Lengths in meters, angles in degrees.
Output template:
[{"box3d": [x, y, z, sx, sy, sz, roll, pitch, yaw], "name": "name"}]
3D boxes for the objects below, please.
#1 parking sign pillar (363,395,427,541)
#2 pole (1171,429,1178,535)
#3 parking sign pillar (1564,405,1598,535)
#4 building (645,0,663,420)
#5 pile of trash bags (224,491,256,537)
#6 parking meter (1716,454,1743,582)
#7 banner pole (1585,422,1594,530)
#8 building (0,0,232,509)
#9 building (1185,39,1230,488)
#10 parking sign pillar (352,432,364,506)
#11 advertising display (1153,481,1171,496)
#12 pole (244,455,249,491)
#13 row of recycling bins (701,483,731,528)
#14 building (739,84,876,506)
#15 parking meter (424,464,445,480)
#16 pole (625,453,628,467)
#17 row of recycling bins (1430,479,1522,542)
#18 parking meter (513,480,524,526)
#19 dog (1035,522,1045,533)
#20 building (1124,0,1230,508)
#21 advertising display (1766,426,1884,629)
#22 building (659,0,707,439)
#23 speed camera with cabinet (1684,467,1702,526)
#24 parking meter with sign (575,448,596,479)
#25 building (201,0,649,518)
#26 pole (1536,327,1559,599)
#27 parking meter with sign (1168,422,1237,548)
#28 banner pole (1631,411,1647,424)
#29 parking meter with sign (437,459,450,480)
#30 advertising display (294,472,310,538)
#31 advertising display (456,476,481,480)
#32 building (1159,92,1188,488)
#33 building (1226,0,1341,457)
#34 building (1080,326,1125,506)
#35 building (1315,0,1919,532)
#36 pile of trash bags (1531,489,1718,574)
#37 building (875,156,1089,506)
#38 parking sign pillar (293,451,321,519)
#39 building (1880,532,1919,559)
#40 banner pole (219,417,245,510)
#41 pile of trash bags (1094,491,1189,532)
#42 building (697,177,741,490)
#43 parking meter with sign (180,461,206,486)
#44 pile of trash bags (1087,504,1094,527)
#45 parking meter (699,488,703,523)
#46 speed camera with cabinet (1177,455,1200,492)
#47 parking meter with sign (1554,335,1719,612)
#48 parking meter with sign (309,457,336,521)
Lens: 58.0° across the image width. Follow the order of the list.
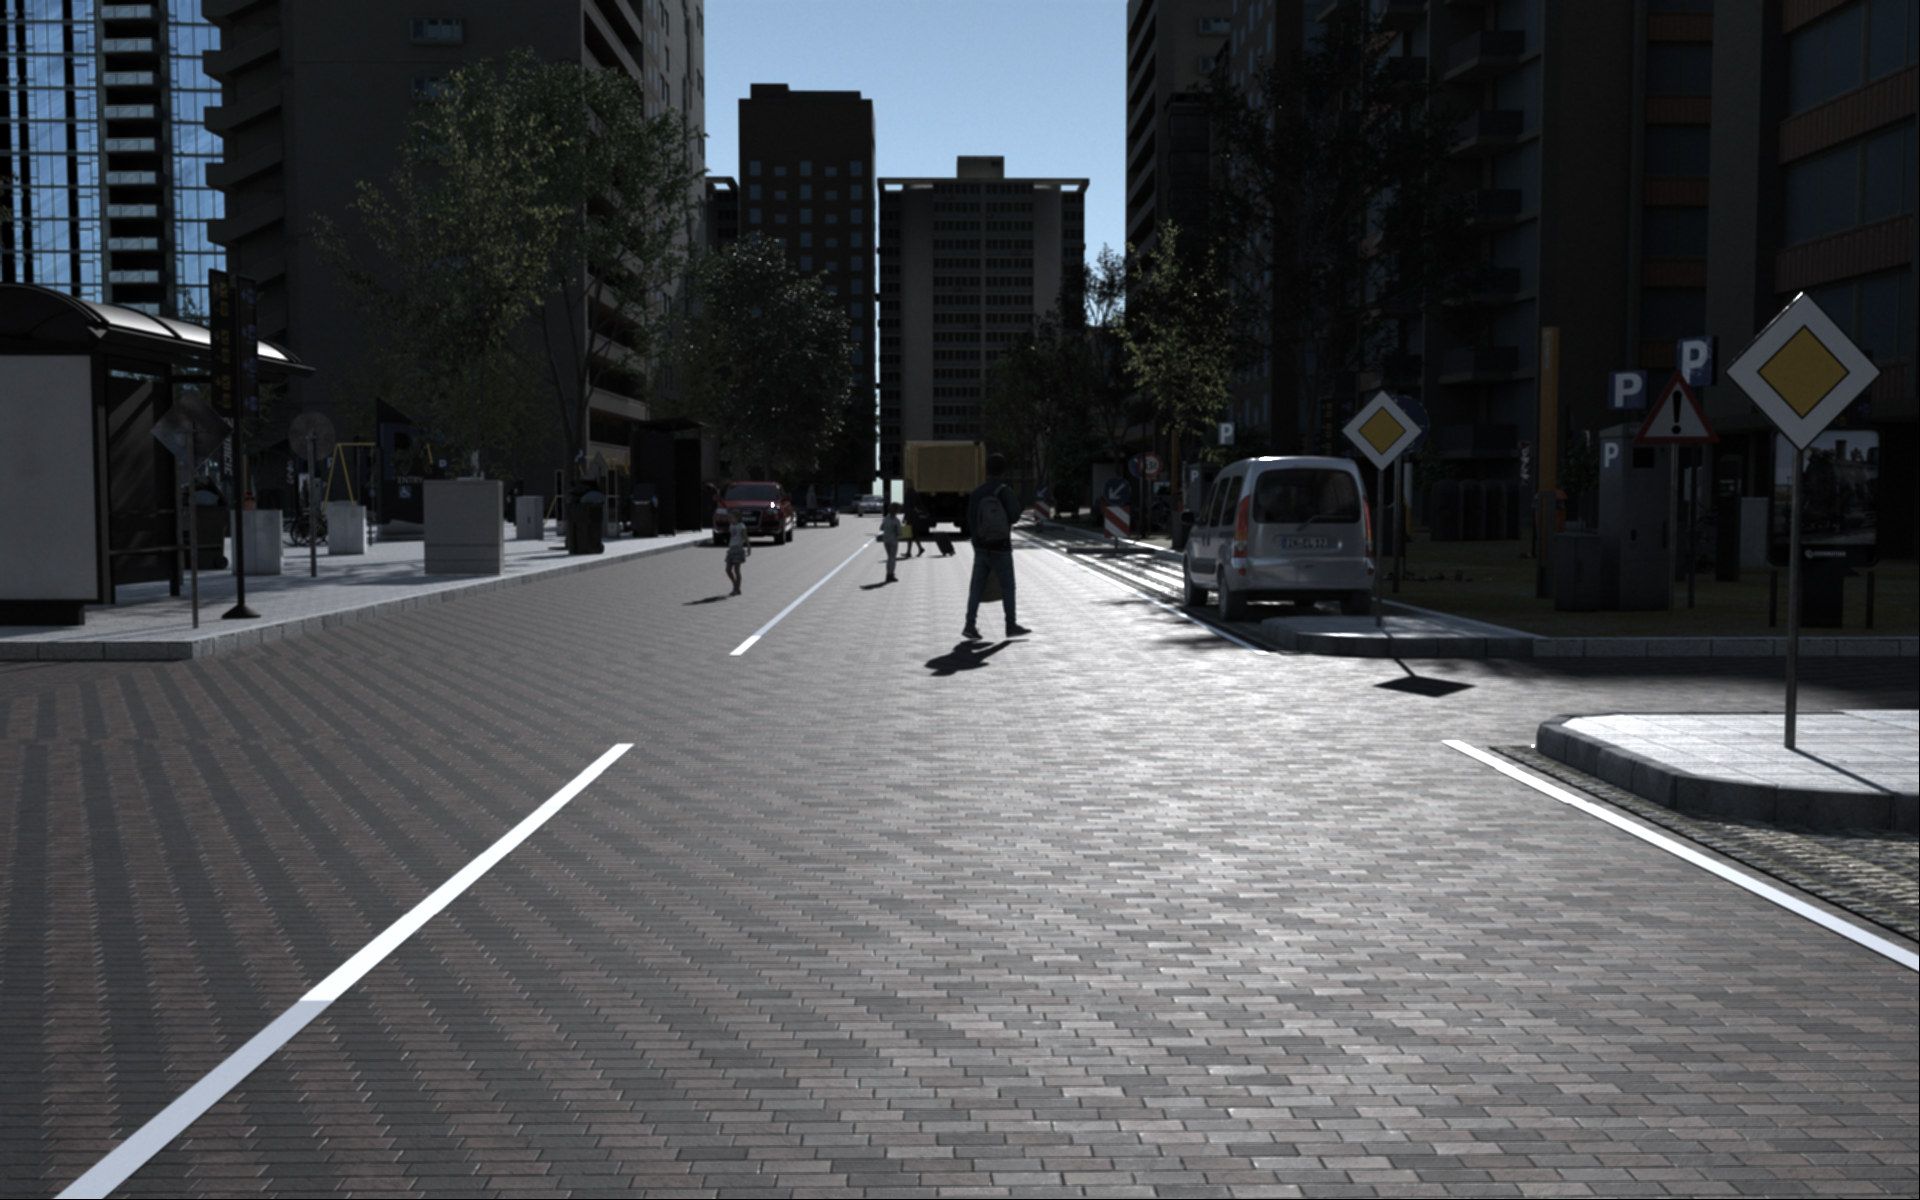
[{"box3d": [-15.346, -3.617, 47.610, 1.447, 3.967, 1.447, -3, 4, -37], "name": "parking sign pillar"}, {"box3d": [6.762, -3.716, 54.598, 0.158, 3.312, 0.155, 0, 3, 0], "name": "pole"}, {"box3d": [18.849, -3.949, 53.034, 1.447, 3.967, 1.447, 2, 4, 30], "name": "parking sign pillar"}, {"box3d": [-28.607, -28.698, 119.317, 14.600, 45.320, 14.200, 0, 4, -1], "name": "building"}, {"box3d": [-22.245, -2.559, 51.594, 1.912, 1.369, 3.447, 1, 4, 16], "name": "pile of trash bags"}, {"box3d": [11.270, -1.203, 25.379, 0.255, 1.863, 0.399, 3, 4, 37], "name": "parking meter"}, {"box3d": [21.711, -4.276, 59.922, 0.863, 3.779, 0.401, -3, 5, -41], "name": "banner pole"}, {"box3d": [-65.866, -50.751, 142.444, 31.000, 86.520, 22.319, 0, 4, -1], "name": "building"}, {"box3d": [23.219, -20.947, 114.189, 14.160, 30.474, 14.107, 0, 4, -1], "name": "building"}, {"box3d": [-25.736, -5.321, 75.465, 1.447, 3.967, 1.447, 3, 5, 39], "name": "parking sign pillar"}, {"box3d": [9.924, -4.876, 84.935, 0.974, 1.923, 0.123, 2, 4, 31], "name": "advertising display"}, {"box3d": [-36.956, -5.864, 89.713, 0.158, 3.312, 0.155, 0, 3, 0], "name": "pole"}, {"box3d": [-10.122, -3.622, 66.331, 3.534, 1.692, 1.069, -2, 4, -24], "name": "row of recycling bins"}, {"box3d": [-16.608, -33.182, 192.640, 14.200, 45.320, 14.600, 0, 4, -1], "name": "building"}, {"box3d": [-10.271, -1.725, 33.916, 0.255, 1.863, 0.399, 1, 4, 12], "name": "parking meter"}, {"box3d": [-16.364, -5.581, 85.091, 0.158, 3.312, 0.155, 0, 3, 0], "name": "pole"}, {"box3d": [14.374, -2.499, 47.978, 3.534, 1.692, 1.069, -3, 4, -38], "name": "row of recycling bins"}, {"box3d": [-17.804, -3.921, 69.817, 0.399, 1.863, 0.255, 2, 4, 32], "name": "parking meter"}, {"box3d": [2.970, -2.655, 63.600, 0.748, 0.427, 0.550, -3, 5, -41], "name": "dog"}, {"box3d": [25.767, -31.935, 145.840, 21.300, 48.544, 21.600, 0, 4, -1], "name": "building"}, {"box3d": [8.261, -0.695, 16.573, 0.974, 1.923, 0.123, 1, 4, 15], "name": "advertising display"}, {"box3d": [-35.538, -33.806, 141.962, 27.495, 52.752, 28.713, 0, 4, -1], "name": "building"}, {"box3d": [25.749, -3.946, 58.848, 2.038, 3.252, 0.660, 3, 5, 44], "name": "speed camera with cabinet"}, {"box3d": [-13.859, -4.226, 65.362, 1.738, 3.016, 0.543, 3, 4, 38], "name": "parking meter with sign"}, {"box3d": [-30.739, -29.210, 101.278, 21.300, 48.544, 21.600, 0, 4, -1], "name": "building"}, {"box3d": [7.209, -1.676, 21.241, 0.158, 3.312, 0.155, 0, 3, 0], "name": "pole"}, {"box3d": [5.843, -2.771, 41.568, 1.738, 3.016, 0.543, -3, 4, -38], "name": "parking meter with sign"}, {"box3d": [20.650, -3.837, 52.750, 0.401, 3.779, 0.863, -1, 4, -19], "name": "banner pole"}, {"box3d": [-25.279, -5.502, 86.218, 1.738, 3.016, 0.543, 3, 5, 40], "name": "parking meter with sign"}, {"box3d": [-19.197, -2.782, 50.704, 0.123, 1.923, 0.974, 0, 4, 3], "name": "advertising display"}, {"box3d": [-17.541, -3.471, 61.963, 0.974, 1.923, 0.123, -2, 4, -27], "name": "advertising display"}, {"box3d": [21.560, -21.807, 128.242, 14.160, 30.474, 14.107, 0, 4, -1], "name": "building"}, {"box3d": [23.567, -27.492, 99.613, 14.600, 45.320, 14.200, 0, 4, -1], "name": "building"}, {"box3d": [28.807, -21.750, 200.644, 28.899, 21.520, 27.650, 0, 4, -1], "name": "building"}, {"box3d": [28.163, -25.851, 77.294, 22.147, 44.769, 28.867, 0, 4, -1], "name": "building"}, {"box3d": [11.405, -1.200, 29.374, 3.447, 1.369, 1.912, 3, 4, 38], "name": "pile of trash bags"}, {"box3d": [2.325, -31.185, 201.750, 23.993, 40.220, 32.217, 0, 4, -1], "name": "building"}, {"box3d": [-33.773, -6.186, 89.614, 1.447, 3.967, 1.447, -3, 5, -43], "name": "parking sign pillar"}, {"box3d": [31.284, -23.380, 36.886, 28.867, 44.769, 22.147, 0, 4, -1], "name": "building"}, {"box3d": [-19.041, -3.388, 45.419, 0.863, 3.779, 0.401, 0, 4, 6], "name": "banner pole"}, {"box3d": [6.573, -3.026, 59.225, 1.912, 1.369, 3.447, -3, 5, -39], "name": "pile of trash bags"}, {"box3d": [-36.435, -31.125, 200.770, 23.993, 40.220, 32.217, 0, 4, -1], "name": "building"}, {"box3d": [-18.330, -2.709, 40.555, 1.738, 3.016, 0.543, 0, 4, 0], "name": "parking meter with sign"}, {"box3d": [5.807, -3.496, 66.907, 1.912, 1.369, 3.447, 1, 4, 11], "name": "pile of trash bags"}, {"box3d": [-9.364, -3.417, 61.583, 0.399, 1.863, 0.255, 0, 3, 0], "name": "parking meter"}, {"box3d": [11.347, -5.674, 87.103, 2.038, 3.252, 0.660, 0, 4, 1], "name": "speed camera with cabinet"}, {"box3d": [7.417, -1.395, 19.075, 1.738, 3.016, 0.543, -1, 4, -19], "name": "parking meter with sign"}, {"box3d": [-30.233, -5.244, 81.996, 1.738, 3.016, 0.543, 3, 4, 38], "name": "parking meter with sign"}]
